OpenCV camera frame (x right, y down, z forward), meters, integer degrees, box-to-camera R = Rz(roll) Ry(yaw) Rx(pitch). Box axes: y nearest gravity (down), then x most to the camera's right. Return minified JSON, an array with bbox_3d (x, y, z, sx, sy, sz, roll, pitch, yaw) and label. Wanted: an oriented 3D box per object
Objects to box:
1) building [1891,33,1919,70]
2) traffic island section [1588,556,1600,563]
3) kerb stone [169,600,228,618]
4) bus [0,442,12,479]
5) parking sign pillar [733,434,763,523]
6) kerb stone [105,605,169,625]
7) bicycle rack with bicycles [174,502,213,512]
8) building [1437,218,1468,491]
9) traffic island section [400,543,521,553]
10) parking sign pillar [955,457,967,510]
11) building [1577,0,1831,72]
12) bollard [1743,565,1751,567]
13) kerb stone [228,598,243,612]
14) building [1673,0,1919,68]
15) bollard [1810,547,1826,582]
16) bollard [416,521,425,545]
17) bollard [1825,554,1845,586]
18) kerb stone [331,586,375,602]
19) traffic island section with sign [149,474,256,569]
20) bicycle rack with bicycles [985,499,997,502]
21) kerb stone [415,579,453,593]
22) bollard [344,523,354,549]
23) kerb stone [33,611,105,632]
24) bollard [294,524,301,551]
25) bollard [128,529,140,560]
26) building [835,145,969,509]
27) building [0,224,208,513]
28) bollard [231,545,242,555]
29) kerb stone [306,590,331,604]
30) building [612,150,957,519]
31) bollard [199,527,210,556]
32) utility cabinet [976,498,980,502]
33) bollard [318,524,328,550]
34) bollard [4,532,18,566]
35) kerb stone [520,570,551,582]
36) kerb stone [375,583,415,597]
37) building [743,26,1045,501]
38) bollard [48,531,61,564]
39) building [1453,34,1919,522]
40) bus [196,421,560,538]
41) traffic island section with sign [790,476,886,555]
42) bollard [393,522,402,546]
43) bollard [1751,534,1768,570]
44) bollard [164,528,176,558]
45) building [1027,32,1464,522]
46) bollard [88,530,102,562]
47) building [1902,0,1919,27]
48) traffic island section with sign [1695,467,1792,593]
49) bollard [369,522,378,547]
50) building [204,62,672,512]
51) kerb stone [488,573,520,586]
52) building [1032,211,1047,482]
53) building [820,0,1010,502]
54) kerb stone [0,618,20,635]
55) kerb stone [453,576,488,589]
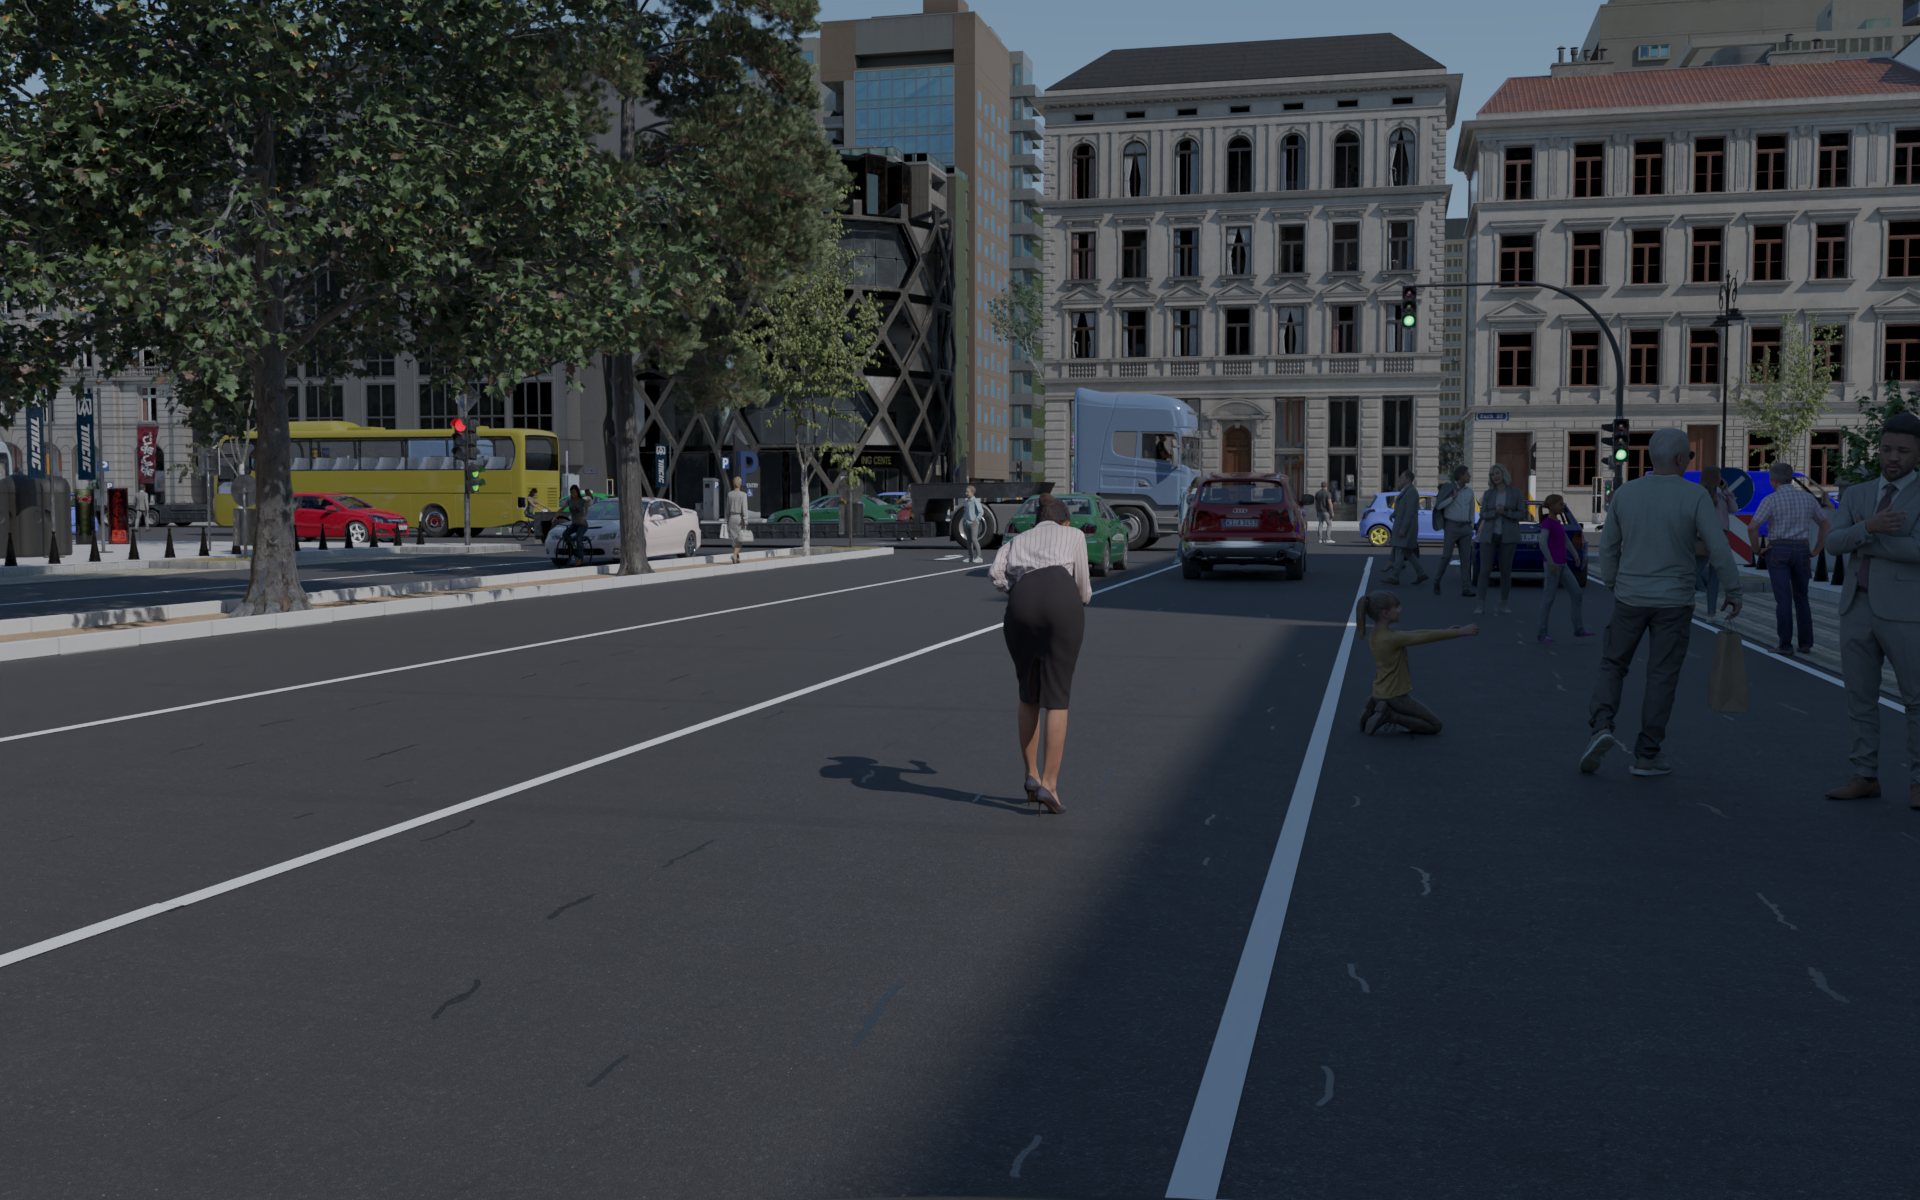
[{"bbox_3d":[62.147,-16.753,78.433,34.151,26.468,19.350,1,4,14],"label":"building"},{"bbox_3d":[13.942,-0.886,36.766,2.009,0.180,2.903,1,4,14],"label":"traffic island section"},{"bbox_3d":[-9.016,0.113,20.373,0.120,0.150,1.000,1,4,14],"label":"kerb stone"},{"bbox_3d":[-40.287,-4.093,61.785,13.247,3.499,2.948,1,4,14],"label":"bus"},{"bbox_3d":[-9.658,-5.500,78.400,1.447,3.967,1.447,3,5,40],"label":"parking sign pillar"},{"bbox_3d":[-9.263,0.173,19.367,0.120,0.150,1.000,1,4,14],"label":"kerb stone"},{"bbox_3d":[-36.526,-4.266,83.137,2.852,0.926,2.925,-1,4,-13],"label":"bicycle rack with bicycles"},{"bbox_3d":[71.147,-33.923,246.519,23.993,40.220,32.217,1,4,14],"label":"building"},{"bbox_3d":[-12.309,-1.282,43.244,2.009,0.180,2.903,1,4,14],"label":"traffic island section"},{"bbox_3d":[0.048,-8.319,124.485,1.447,3.967,1.447,1,4,23],"label":"parking sign pillar"},{"bbox_3d":[70.145,-33.033,163.785,21.300,48.544,21.600,1,4,14],"label":"building"},{"bbox_3d":[13.859,-0.876,30.362,0.229,0.601,0.229,0,3,0],"label":"bollard"},{"bbox_3d":[-8.770,0.052,21.370,0.120,0.150,1.000,1,4,14],"label":"kerb stone"},{"bbox_3d":[70.113,-27.414,140.099,32.217,40.220,23.993,1,4,14],"label":"building"},{"bbox_3d":[12.622,-0.570,25.366,0.229,0.601,0.229,0,3,0],"label":"bollard"},{"bbox_3d":[-13.655,-1.698,43.811,0.229,0.601,0.229,0,3,0],"label":"bollard"},{"bbox_3d":[12.374,-0.509,24.369,0.229,0.601,0.229,0,3,0],"label":"bollard"},{"bbox_3d":[-8.273,-0.072,23.372,0.120,0.150,1.000,1,4,14],"label":"kerb stone"},{"bbox_3d":[-14.307,-1.537,33.759,1.989,1.847,2.006,1,4,14],"label":"traffic island section with sign"},{"bbox_3d":[2.188,-6.672,122.464,2.925,0.926,2.852,0,4,7],"label":"bicycle rack with bicycles"},{"bbox_3d":[-7.788,-0.194,25.367,0.120,0.150,1.000,1,4,14],"label":"kerb stone"},{"bbox_3d":[-14.403,-1.515,40.808,0.229,0.601,0.229,0,3,0],"label":"bollard"},{"bbox_3d":[-9.508,0.234,18.370,0.120,0.150,1.000,1,4,14],"label":"kerb stone"},{"bbox_3d":[-14.896,-1.393,38.811,0.229,0.601,0.229,0,3,0],"label":"bollard"},{"bbox_3d":[-16.132,-1.087,33.806,0.229,0.601,0.229,0,3,0],"label":"bollard"},{"bbox_3d":[-7.679,-22.988,147.560,14.160,30.474,14.107,1,4,14],"label":"building"},{"bbox_3d":[-52.580,-16.001,103.423,24.055,21.916,13.314,1,4,14],"label":"building"},{"bbox_3d":[-15.389,-1.271,36.818,0.229,0.601,0.229,0,3,0],"label":"bollard"},{"bbox_3d":[-8.511,-0.001,22.371,0.120,0.150,1.000,1,4,14],"label":"kerb stone"},{"bbox_3d":[-8.426,-13.877,94.335,16.811,18.784,16.820,1,4,14],"label":"building"},{"bbox_3d":[-15.637,-1.209,35.810,0.229,0.601,0.229,0,3,0],"label":"bollard"},{"bbox_3d":[0.955,-6.806,119.949,0.318,1.500,1.173,-3,4,-36],"label":"utility cabinet"},{"bbox_3d":[-14.648,-1.454,39.811,0.229,0.601,0.229,0,3,0],"label":"bollard"},{"bbox_3d":[-16.880,-0.902,30.785,0.229,0.601,0.229,0,3,0],"label":"bollard"},{"bbox_3d":[-7.033,-0.376,28.355,0.120,0.150,1.000,1,4,14],"label":"kerb stone"},{"bbox_3d":[-8.030,-0.133,24.370,0.120,0.150,1.000,1,4,14],"label":"kerb stone"},{"bbox_3d":[-7.053,-34.362,181.426,30.456,49.044,23.786,1,4,14],"label":"building"},{"bbox_3d":[-16.631,-0.963,31.791,0.229,0.601,0.229,0,3,0],"label":"bollard"},{"bbox_3d":[34.302,-15.011,81.579,21.152,22.565,11.583,1,4,14],"label":"building"},{"bbox_3d":[-19.656,-4.101,58.593,12.252,3.916,2.896,1,4,15],"label":"bus"},{"bbox_3d":[-2.775,-2.018,41.136,2.006,1.907,1.989,1,4,14],"label":"traffic island section with sign"},{"bbox_3d":[-13.905,-1.638,42.815,0.229,0.601,0.229,0,3,0],"label":"bollard"},{"bbox_3d":[13.612,-0.815,29.366,0.229,0.601,0.229,0,3,0],"label":"bollard"},{"bbox_3d":[-15.886,-1.148,34.810,0.229,0.601,0.229,0,3,0],"label":"bollard"},{"bbox_3d":[14.174,-15.710,85.738,19.941,23.489,11.050,1,4,14],"label":"building"},{"bbox_3d":[-16.386,-1.024,32.788,0.229,0.601,0.229,0,3,0],"label":"bollard"},{"bbox_3d":[98.024,-37.598,156.724,28.212,58.520,21.231,1,4,14],"label":"building"},{"bbox_3d":[11.312,-1.066,26.056,1.989,1.847,2.006,1,4,14],"label":"traffic island section with sign"},{"bbox_3d":[-14.155,-1.576,41.805,0.229,0.601,0.229,0,3,0],"label":"bollard"},{"bbox_3d":[-29.055,-18.640,98.264,24.014,27.812,14.314,1,4,14],"label":"building"},{"bbox_3d":[-7.285,-0.310,27.358,0.120,0.150,1.000,1,4,14],"label":"kerb stone"},{"bbox_3d":[8.562,-34.822,252.932,14.086,41.232,14.154,1,4,14],"label":"building"},{"bbox_3d":[-3.684,-31.230,160.721,14.600,45.320,14.200,1,4,14],"label":"building"},{"bbox_3d":[-9.757,0.295,17.370,0.120,0.150,1.000,1,4,14],"label":"kerb stone"},{"bbox_3d":[-7.532,-0.254,26.362,0.120,0.150,1.000,1,4,14],"label":"kerb stone"}]
